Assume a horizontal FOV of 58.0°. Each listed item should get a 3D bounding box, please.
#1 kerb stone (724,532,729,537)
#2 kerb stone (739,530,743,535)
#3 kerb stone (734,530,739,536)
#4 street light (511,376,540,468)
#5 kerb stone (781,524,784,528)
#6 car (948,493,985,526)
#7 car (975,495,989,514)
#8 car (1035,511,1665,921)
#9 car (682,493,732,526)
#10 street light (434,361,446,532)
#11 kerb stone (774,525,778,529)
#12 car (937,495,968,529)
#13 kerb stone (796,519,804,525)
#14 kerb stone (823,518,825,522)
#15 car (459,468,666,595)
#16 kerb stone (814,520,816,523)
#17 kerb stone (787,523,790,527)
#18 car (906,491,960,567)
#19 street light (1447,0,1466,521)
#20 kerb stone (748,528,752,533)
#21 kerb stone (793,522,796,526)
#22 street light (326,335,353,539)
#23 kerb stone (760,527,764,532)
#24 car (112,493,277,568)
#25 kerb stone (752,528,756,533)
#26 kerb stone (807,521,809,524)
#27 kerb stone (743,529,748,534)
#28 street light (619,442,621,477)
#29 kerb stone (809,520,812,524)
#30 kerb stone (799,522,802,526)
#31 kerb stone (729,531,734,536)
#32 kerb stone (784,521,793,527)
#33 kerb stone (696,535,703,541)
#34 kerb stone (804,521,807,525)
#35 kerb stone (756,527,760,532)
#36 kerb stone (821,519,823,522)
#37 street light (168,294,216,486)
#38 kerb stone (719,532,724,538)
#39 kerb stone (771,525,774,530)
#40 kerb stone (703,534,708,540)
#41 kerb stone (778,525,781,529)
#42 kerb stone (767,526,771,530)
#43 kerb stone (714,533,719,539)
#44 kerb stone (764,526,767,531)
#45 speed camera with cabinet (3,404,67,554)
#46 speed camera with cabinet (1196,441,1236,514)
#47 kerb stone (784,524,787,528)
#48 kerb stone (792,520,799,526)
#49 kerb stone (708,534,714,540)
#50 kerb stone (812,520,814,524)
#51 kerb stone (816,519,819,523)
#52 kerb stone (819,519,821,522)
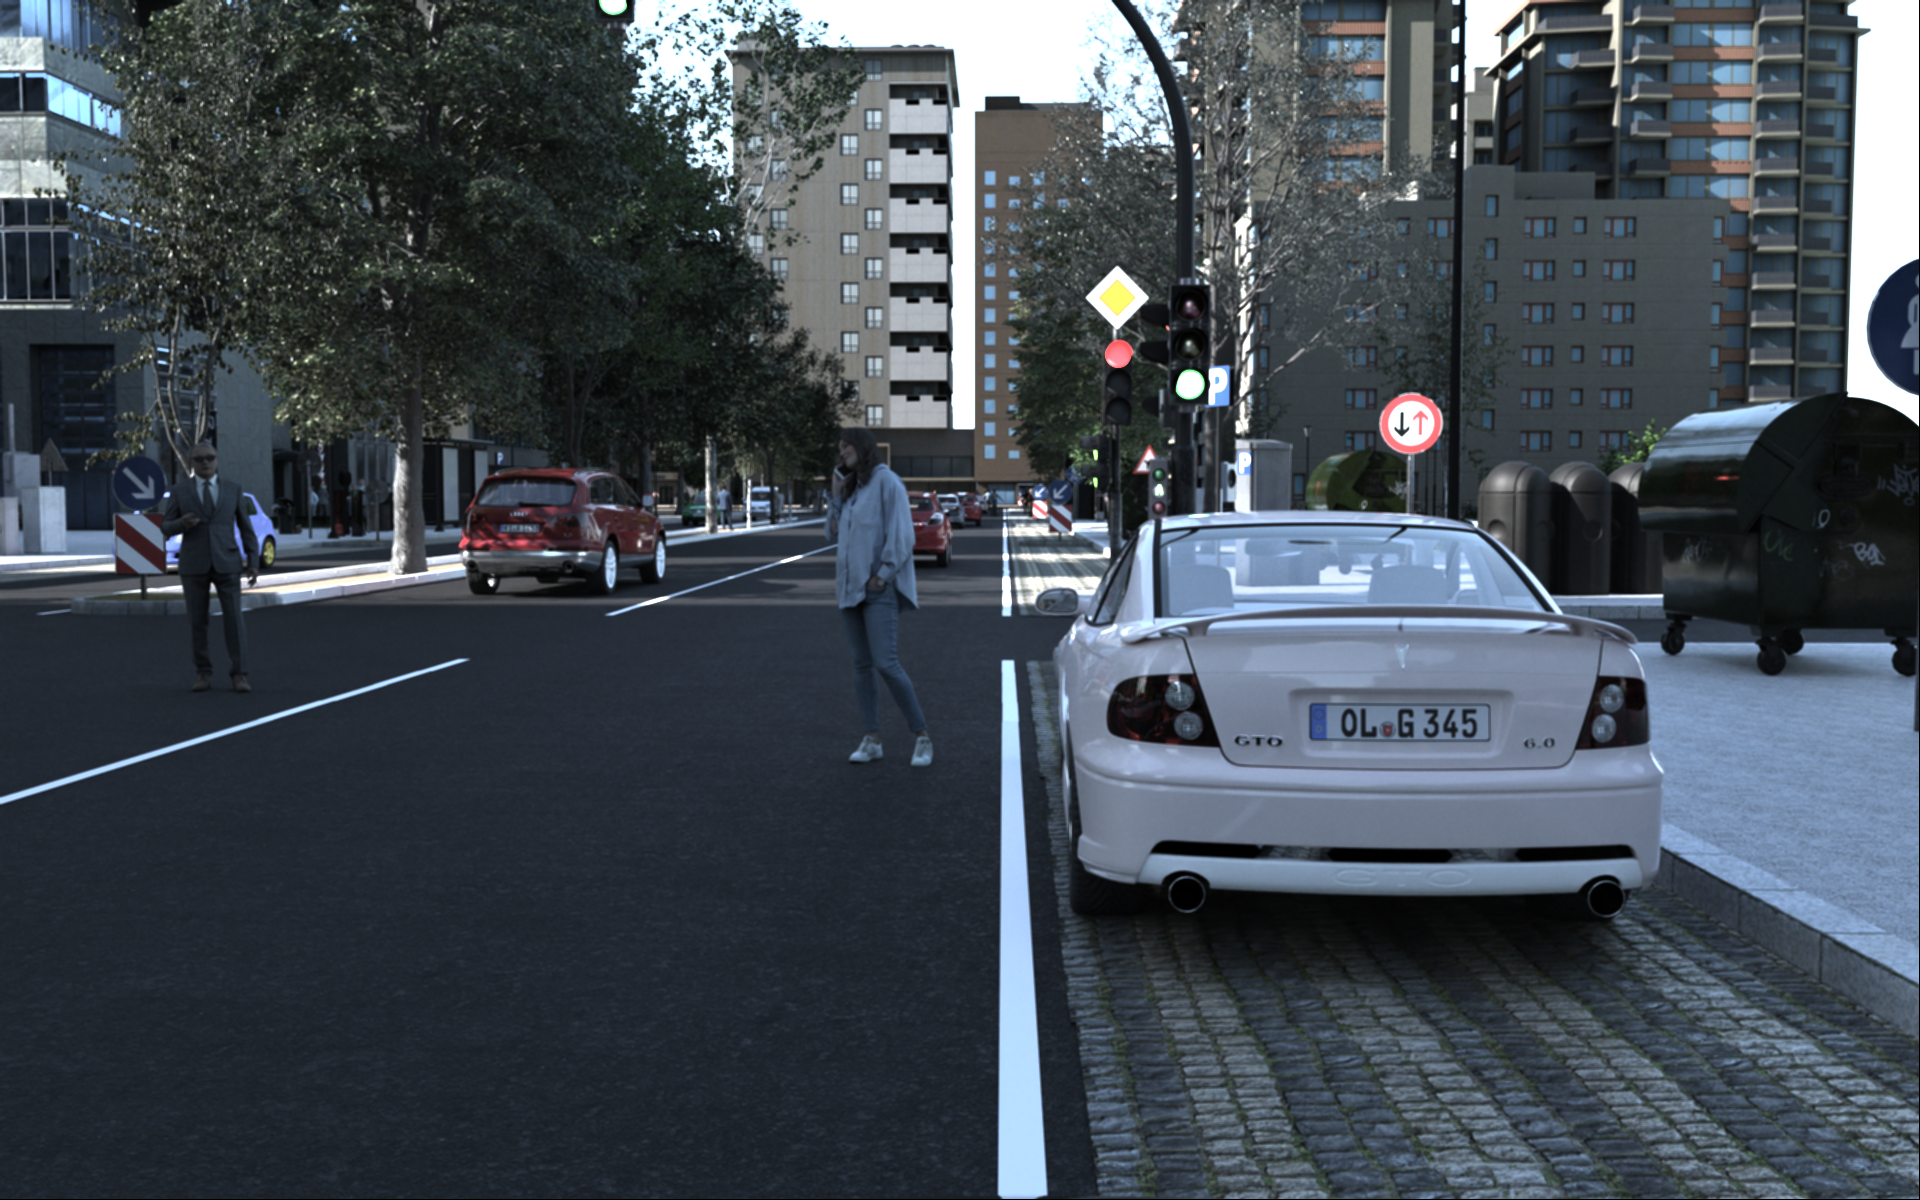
[{"bbox_3d":[-7.907,-2.167,57.696,0.120,0.150,1.000,0,4,1],"label":"kerb stone"},{"bbox_3d":[-7.835,-2.359,60.762,0.120,0.150,1.000,0,4,1],"label":"kerb stone"},{"bbox_3d":[-7.856,-2.296,59.740,0.120,0.150,1.000,0,4,1],"label":"kerb stone"},{"bbox_3d":[-17.128,-5.858,68.312,1.470,5.913,1.316,0,4,1],"label":"street light"},{"bbox_3d":[-7.548,-3.046,72.065,0.120,0.150,1.000,0,4,1],"label":"kerb stone"},{"bbox_3d":[0.057,-4.231,78.216,2.155,1.783,4.494,0,3,0],"label":"car"},{"bbox_3d":[1.059,-6.974,126.394,2.083,1.381,4.827,0,4,2],"label":"car"},{"bbox_3d":[1.352,0.315,7.219,2.083,1.381,4.827,0,4,3],"label":"car"},{"bbox_3d":[-11.673,-4.348,79.891,1.959,1.807,4.718,0,4,1],"label":"car"},{"bbox_3d":[-17.266,-5.290,59.033,1.470,5.913,1.316,0,4,1],"label":"street light"},{"bbox_3d":[-7.591,-2.924,70.007,0.120,0.150,1.000,0,4,1],"label":"kerb stone"},{"bbox_3d":[-0.686,-3.673,72.056,2.014,1.417,4.499,0,4,1],"label":"car"},{"bbox_3d":[-7.364,-3.489,79.246,0.120,0.150,1.000,0,4,1],"label":"kerb stone"},{"bbox_3d":[-7.121,-4.053,88.458,0.120,0.150,1.000,0,4,1],"label":"kerb stone"},{"bbox_3d":[-5.888,-1.073,26.219,2.281,1.827,5.304,0,4,3],"label":"car"},{"bbox_3d":[-7.233,-3.799,84.366,0.120,0.150,1.000,0,4,1],"label":"kerb stone"},{"bbox_3d":[-7.490,-3.168,74.112,0.120,0.150,1.000,0,4,1],"label":"kerb stone"},{"bbox_3d":[-1.094,-1.618,35.489,2.155,1.783,4.494,0,4,1],"label":"car"},{"bbox_3d":[3.189,-2.474,12.991,1.470,5.913,1.316,0,4,1],"label":"street light"},{"bbox_3d":[-7.778,-2.485,62.826,0.120,0.150,1.000,0,4,1],"label":"kerb stone"},{"bbox_3d":[-7.438,-3.301,76.169,0.120,0.150,1.000,0,4,1],"label":"kerb stone"},{"bbox_3d":[-17.540,-4.723,49.758,1.470,5.913,1.316,0,4,1],"label":"street light"},{"bbox_3d":[-7.698,-2.670,65.911,0.120,0.150,1.000,0,4,1],"label":"kerb stone"},{"bbox_3d":[-14.255,-1.389,32.297,1.945,1.707,3.694,0,4,2],"label":"car"},{"bbox_3d":[-7.752,-2.547,63.855,0.120,0.150,1.000,0,4,1],"label":"kerb stone"},{"bbox_3d":[-7.313,-3.615,81.294,0.120,0.150,1.000,0,4,1],"label":"kerb stone"},{"bbox_3d":[-7.796,-2.418,61.797,0.120,0.150,1.000,0,4,1],"label":"kerb stone"},{"bbox_3d":[-16.615,-7.028,87.448,1.470,5.913,1.316,0,4,1],"label":"street light"},{"bbox_3d":[-7.285,-3.674,82.316,0.120,0.150,1.000,0,4,1],"label":"kerb stone"},{"bbox_3d":[-7.385,-3.427,78.222,0.120,0.150,1.000,0,4,1],"label":"kerb stone"},{"bbox_3d":[-7.883,-2.233,58.717,0.120,0.150,1.000,0,4,1],"label":"kerb stone"},{"bbox_3d":[-7.461,-3.239,75.148,0.120,0.150,1.000,0,4,1],"label":"kerb stone"},{"bbox_3d":[-8.032,-1.858,52.569,0.120,0.150,1.000,0,4,1],"label":"kerb stone"},{"bbox_3d":[-7.346,-3.549,80.268,0.120,0.150,1.000,0,4,1],"label":"kerb stone"},{"bbox_3d":[-7.723,-2.608,64.880,0.120,0.150,1.000,0,4,1],"label":"kerb stone"},{"bbox_3d":[-7.156,-3.990,87.436,0.120,0.150,1.000,0,4,1],"label":"kerb stone"},{"bbox_3d":[-17.840,-4.149,40.373,1.470,5.913,1.316,0,4,1],"label":"street light"},{"bbox_3d":[-7.936,-2.105,56.669,0.120,0.150,1.000,0,4,1],"label":"kerb stone"},{"bbox_3d":[-7.628,-2.861,68.980,0.120,0.150,1.000,0,4,1],"label":"kerb stone"},{"bbox_3d":[-8.007,-1.920,53.591,0.120,0.150,1.000,0,4,1],"label":"kerb stone"},{"bbox_3d":[-7.571,-2.986,71.029,0.120,0.150,1.000,0,4,1],"label":"kerb stone"},{"bbox_3d":[-7.651,-2.794,67.955,0.120,0.150,1.000,0,4,1],"label":"kerb stone"},{"bbox_3d":[-7.962,-2.042,55.647,0.120,0.150,1.000,0,4,1],"label":"kerb stone"},{"bbox_3d":[-7.671,-2.734,66.933,0.120,0.150,1.000,0,4,1],"label":"kerb stone"},{"bbox_3d":[-20.111,-2.647,37.613,2.038,3.252,0.660,3,5,43],"label":"speed camera with cabinet"},{"bbox_3d":[7.186,-3.340,48.947,0.660,3.252,2.038,2,4,30],"label":"speed camera with cabinet"},{"bbox_3d":[-7.510,-3.106,73.090,0.120,0.150,1.000,0,4,1],"label":"kerb stone"},{"bbox_3d":[-7.412,-3.361,77.192,0.120,0.150,1.000,0,4,1],"label":"kerb stone"},{"bbox_3d":[-7.982,-1.983,54.622,0.120,0.150,1.000,0,4,1],"label":"kerb stone"},{"bbox_3d":[-7.258,-3.734,83.338,0.120,0.150,1.000,0,4,1],"label":"kerb stone"},{"bbox_3d":[-7.207,-3.865,85.391,0.120,0.150,1.000,0,4,1],"label":"kerb stone"},{"bbox_3d":[-7.185,-3.926,86.413,0.120,0.150,1.000,0,4,1],"label":"kerb stone"}]
